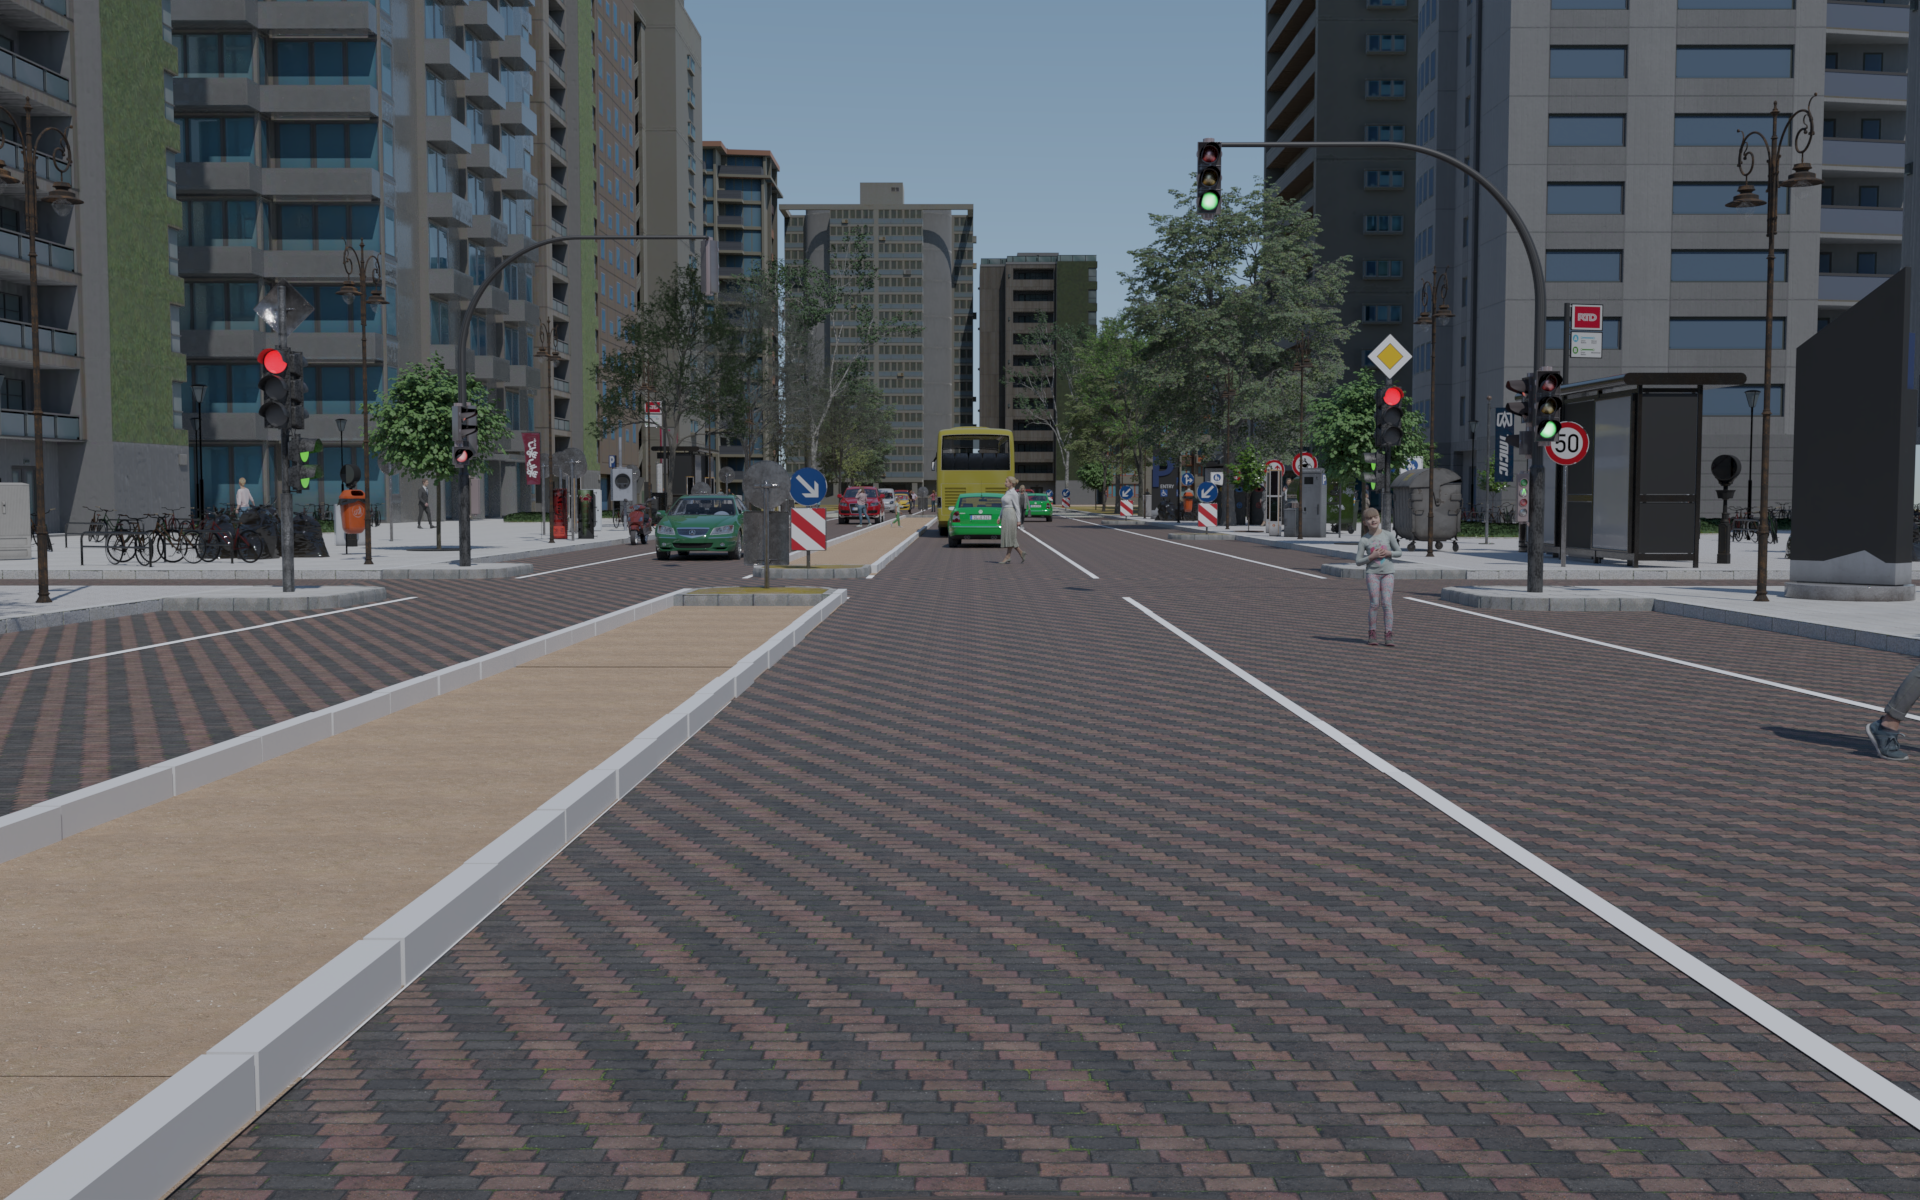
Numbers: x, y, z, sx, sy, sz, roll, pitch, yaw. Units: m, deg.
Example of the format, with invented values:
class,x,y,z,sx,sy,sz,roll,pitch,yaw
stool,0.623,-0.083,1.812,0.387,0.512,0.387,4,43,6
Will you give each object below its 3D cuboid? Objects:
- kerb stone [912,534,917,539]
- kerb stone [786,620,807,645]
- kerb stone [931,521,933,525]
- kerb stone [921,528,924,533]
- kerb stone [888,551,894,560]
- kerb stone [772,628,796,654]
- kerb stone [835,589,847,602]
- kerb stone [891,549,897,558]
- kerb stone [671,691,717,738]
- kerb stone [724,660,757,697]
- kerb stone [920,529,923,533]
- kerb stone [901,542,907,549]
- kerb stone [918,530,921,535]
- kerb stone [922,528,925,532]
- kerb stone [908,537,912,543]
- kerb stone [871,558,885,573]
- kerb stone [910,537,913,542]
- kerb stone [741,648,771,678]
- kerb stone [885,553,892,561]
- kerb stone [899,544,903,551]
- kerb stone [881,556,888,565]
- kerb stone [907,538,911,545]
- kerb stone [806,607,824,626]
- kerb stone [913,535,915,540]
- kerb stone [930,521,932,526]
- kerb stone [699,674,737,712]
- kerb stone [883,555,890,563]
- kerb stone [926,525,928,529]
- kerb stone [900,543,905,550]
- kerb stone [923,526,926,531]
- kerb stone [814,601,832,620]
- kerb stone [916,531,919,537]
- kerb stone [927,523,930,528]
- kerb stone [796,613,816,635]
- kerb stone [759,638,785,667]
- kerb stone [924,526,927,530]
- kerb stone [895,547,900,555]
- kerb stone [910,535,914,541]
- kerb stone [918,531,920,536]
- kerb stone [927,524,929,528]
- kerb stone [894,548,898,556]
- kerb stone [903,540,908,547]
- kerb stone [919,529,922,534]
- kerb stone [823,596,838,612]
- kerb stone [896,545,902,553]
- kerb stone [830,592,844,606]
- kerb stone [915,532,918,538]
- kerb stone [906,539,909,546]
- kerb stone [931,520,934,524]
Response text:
class,x,y,z,sx,sy,sz,roll,pitch,yaw
kerb stone,-1.460,-1.836,52.207,0.120,0.150,1.000,0,4,0
kerb stone,-1.609,0.332,16.770,0.120,0.150,1.000,0,4,0
kerb stone,-1.368,-3.279,75.799,0.120,0.150,1.000,0,4,0
kerb stone,-1.420,-2.339,60.433,0.120,0.150,1.000,0,4,0
kerb stone,-1.534,-0.895,36.834,0.120,0.150,1.000,0,4,0
kerb stone,-1.624,0.394,15.748,0.120,0.150,1.000,0,4,0
kerb stone,-1.589,-0.044,22.914,0.120,0.150,1.000,0,4,0
kerb stone,-1.523,-0.958,37.860,0.120,0.150,1.000,0,4,0
kerb stone,-1.640,0.708,10.625,0.120,0.150,1.000,0,4,0
kerb stone,-1.629,0.584,12.670,0.120,0.150,1.000,0,4,0
kerb stone,-1.431,-2.276,59.410,0.120,0.150,1.000,0,4,0
kerb stone,-1.495,-1.331,43.999,0.120,0.150,1.000,0,4,0
kerb stone,-1.443,-2.142,57.348,0.120,0.150,1.000,0,4,0
kerb stone,-1.420,-2.396,61.459,0.120,0.150,1.000,0,4,0
kerb stone,-1.481,-1.581,48.109,0.120,0.150,1.000,0,4,0
kerb stone,-1.546,-0.644,32.731,0.120,0.150,1.000,0,4,0
kerb stone,-1.476,-1.641,49.140,0.120,0.150,1.000,0,4,0
kerb stone,-1.636,0.520,13.697,0.120,0.150,1.000,0,4,0
kerb stone,-1.542,-0.832,35.812,0.120,0.150,1.000,0,4,0
kerb stone,-1.509,-1.208,41.953,0.120,0.150,1.000,0,4,0
kerb stone,-1.537,-0.707,33.754,0.120,0.150,1.000,0,4,0
kerb stone,-1.478,-1.522,47.085,0.120,0.150,1.000,0,4,0
kerb stone,-1.610,0.207,18.815,0.120,0.150,1.000,0,4,0
kerb stone,-1.469,-1.773,51.185,0.120,0.150,1.000,0,4,0
kerb stone,-1.364,-3.153,73.750,0.120,0.150,1.000,0,4,0
kerb stone,-1.644,0.645,11.648,0.120,0.150,1.000,0,4,0
kerb stone,-1.545,-0.770,34.789,0.120,0.150,1.000,0,4,0
kerb stone,-1.403,-2.712,66.581,0.120,0.150,1.000,0,4,0
kerb stone,-1.500,-1.271,42.976,0.120,0.150,1.000,0,4,0
kerb stone,-1.416,-2.527,63.512,0.120,0.150,1.000,0,4,0
kerb stone,-1.600,0.144,19.837,0.120,0.150,1.000,0,4,0
kerb stone,-1.451,-2.024,55.286,0.120,0.150,1.000,0,4,0
kerb stone,-1.390,-2.902,69.647,0.120,0.150,1.000,0,4,0
kerb stone,-1.613,0.269,17.792,0.120,0.150,1.000,0,4,0
kerb stone,-1.623,0.459,14.719,0.120,0.150,1.000,0,4,0
kerb stone,-1.405,-2.590,64.535,0.120,0.150,1.000,0,4,0
kerb stone,-1.511,-1.078,39.908,0.120,0.150,1.000,0,4,0
kerb stone,-1.476,-1.710,50.161,0.120,0.150,1.000,0,4,0
kerb stone,-1.450,-2.084,56.315,0.120,0.150,1.000,0,4,0
kerb stone,-1.396,-2.840,68.625,0.120,0.150,1.000,0,4,0
kerb stone,-1.525,-1.017,38.882,0.120,0.150,1.000,0,4,0
kerb stone,-1.493,-1.396,45.025,0.120,0.150,1.000,0,4,0
kerb stone,-1.447,-2.213,58.378,0.120,0.150,1.000,0,4,0
kerb stone,-1.601,0.087,20.859,0.120,0.150,1.000,0,4,0
kerb stone,-1.512,-1.142,40.931,0.120,0.150,1.000,0,4,0
kerb stone,-1.600,0.028,21.882,0.120,0.150,1.000,0,4,0
kerb stone,-1.459,-1.958,54.252,0.120,0.150,1.000,0,4,0
kerb stone,-1.488,-1.459,46.051,0.120,0.150,1.000,0,4,0
kerb stone,-1.356,-3.341,76.821,0.120,0.150,1.000,0,4,0
